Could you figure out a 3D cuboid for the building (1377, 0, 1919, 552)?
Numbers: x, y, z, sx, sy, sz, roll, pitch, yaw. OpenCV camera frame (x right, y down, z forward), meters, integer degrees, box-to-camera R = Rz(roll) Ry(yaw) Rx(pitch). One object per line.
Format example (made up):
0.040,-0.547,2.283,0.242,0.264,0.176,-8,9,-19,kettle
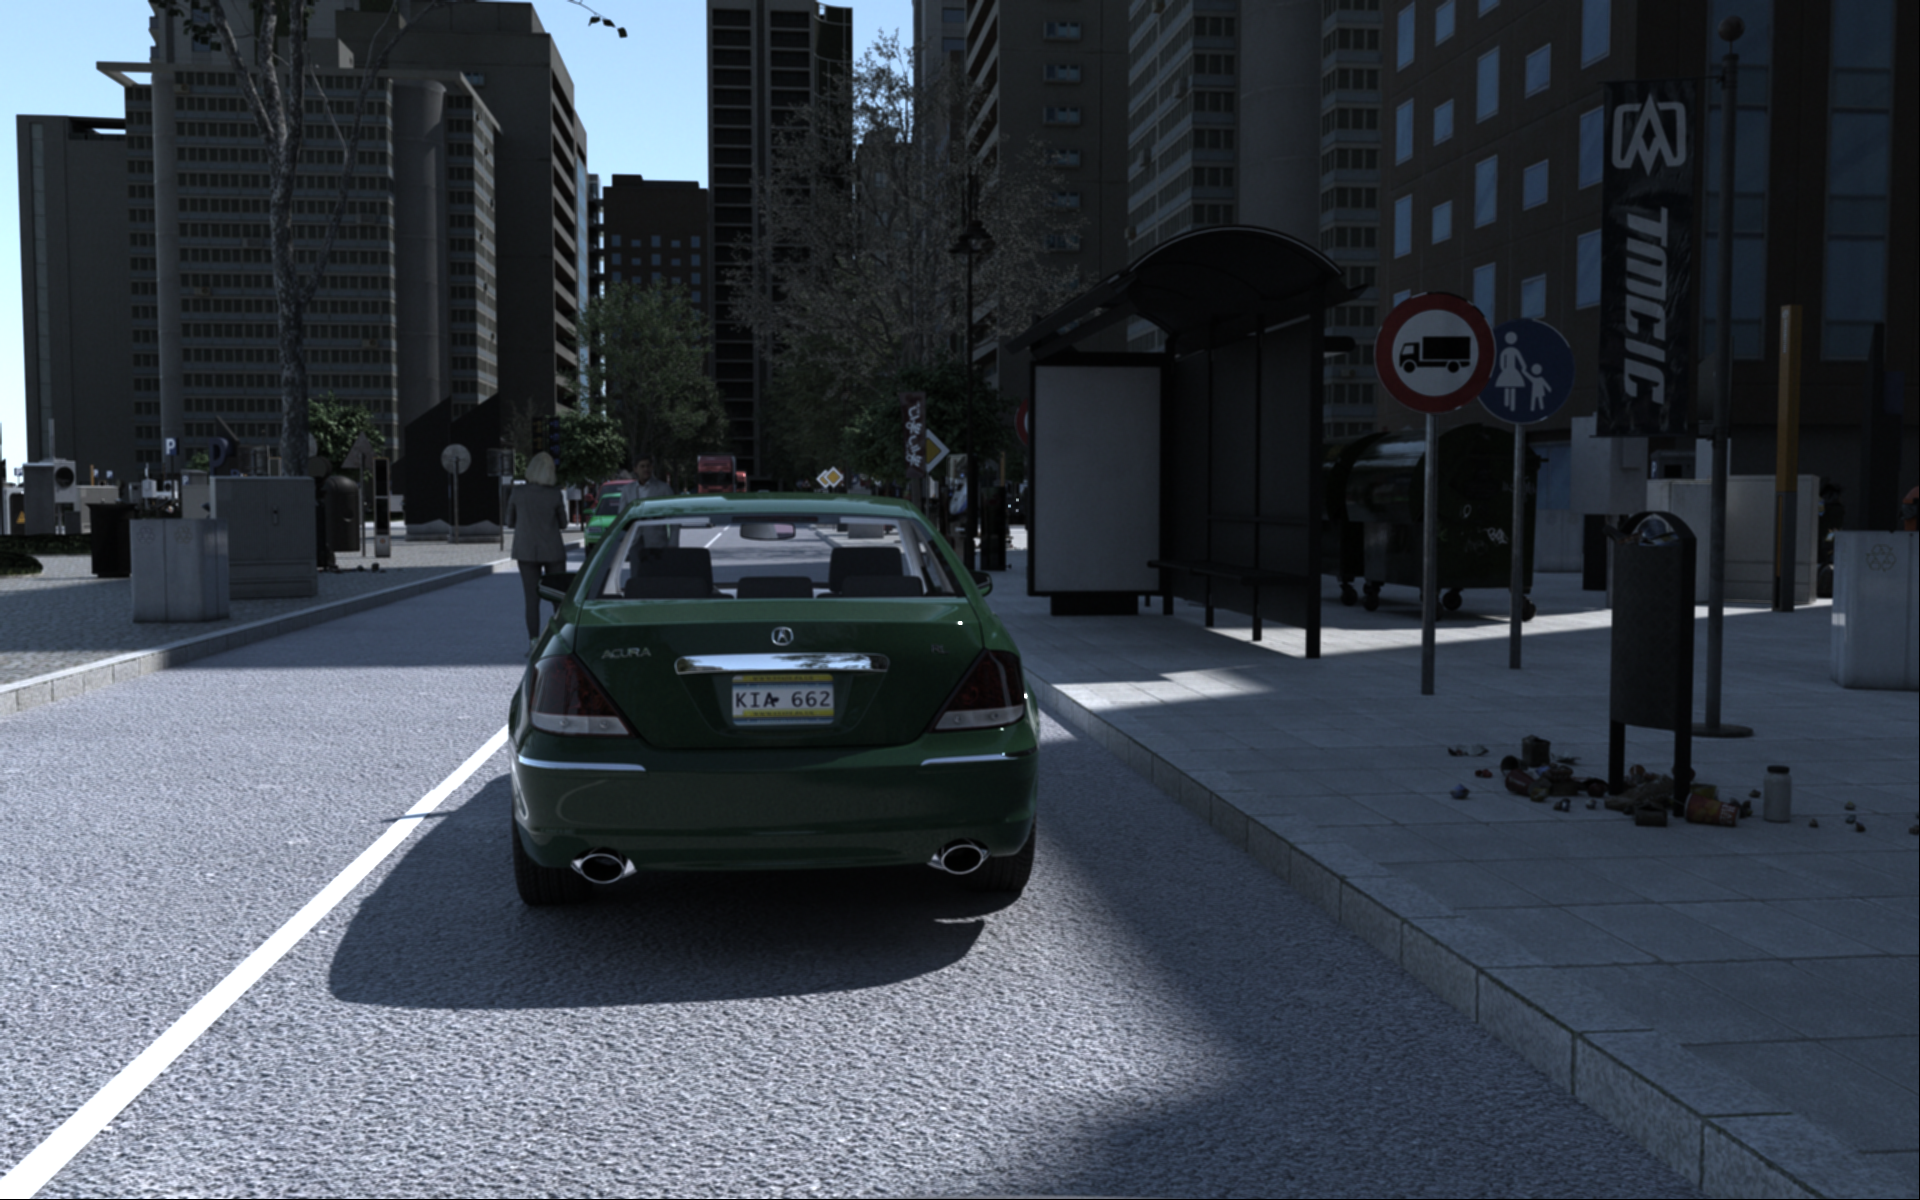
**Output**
19.368,-23.917,41.150,14.600,45.320,14.200,0,4,-6,building

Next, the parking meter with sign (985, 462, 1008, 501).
2.168,-5.881,92.414,1.738,3.016,0.543,1,4,17,parking meter with sign

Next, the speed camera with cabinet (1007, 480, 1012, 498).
2.403,-7.217,112.336,2.038,3.252,0.660,-2,4,-34,speed camera with cabinet

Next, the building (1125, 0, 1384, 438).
23.287,-25.049,101.438,23.993,40.220,32.217,0,4,-6,building

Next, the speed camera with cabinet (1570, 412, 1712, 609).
7.906,-1.567,19.950,2.038,3.252,0.660,-2,4,-33,speed camera with cabinet

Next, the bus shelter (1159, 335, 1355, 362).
3.709,-3.029,27.160,2.179,5.291,8.768,0,4,-7,bus shelter

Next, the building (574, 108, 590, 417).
-49.814,-33.363,195.603,14.200,45.320,14.600,0,4,-6,building

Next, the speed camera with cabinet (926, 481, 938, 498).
-0.982,-6.717,104.155,2.038,3.252,0.660,0,4,4,speed camera with cabinet

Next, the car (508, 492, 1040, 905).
-0.827,0.259,7.557,2.131,1.459,4.920,0,4,-7,car

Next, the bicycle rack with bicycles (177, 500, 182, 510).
-47.026,-5.468,102.784,2.852,0.926,2.925,-3,5,-43,bicycle rack with bicycles

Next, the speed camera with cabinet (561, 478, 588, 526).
-15.879,-4.586,69.315,0.660,3.252,2.038,3,4,39,speed camera with cabinet

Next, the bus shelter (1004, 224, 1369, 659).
1.775,-1.337,15.776,2.014,3.302,5.546,0,4,-6,bus shelter

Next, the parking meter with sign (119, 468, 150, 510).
-55.464,-7.352,116.463,1.738,3.016,0.543,-3,5,-45,parking meter with sign

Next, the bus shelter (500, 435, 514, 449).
-14.886,-3.575,52.381,2.014,3.302,5.546,0,4,-6,bus shelter

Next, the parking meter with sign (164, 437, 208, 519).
-23.931,-3.545,54.216,0.543,3.016,1.738,2,4,27,parking meter with sign

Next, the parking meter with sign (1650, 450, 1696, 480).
12.388,-2.070,30.114,1.738,3.016,0.543,0,4,6,parking meter with sign

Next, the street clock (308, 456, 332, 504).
-12.245,-1.743,33.071,0.471,2.002,0.358,0,4,4,street clock

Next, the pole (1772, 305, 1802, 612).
8.981,-1.527,18.802,0.158,3.312,0.155,0,3,0,pole

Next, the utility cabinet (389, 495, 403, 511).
-33.493,-5.589,102.548,1.020,1.237,0.306,-3,5,-44,utility cabinet

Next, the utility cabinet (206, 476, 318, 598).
-8.566,-0.774,21.326,1.173,1.500,0.318,-3,4,-37,utility cabinet

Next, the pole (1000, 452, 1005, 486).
2.054,-5.479,83.429,0.158,3.312,0.155,0,3,0,pole

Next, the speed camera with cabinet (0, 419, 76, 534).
-24.021,-3.094,44.924,0.660,3.252,2.038,2,4,26,speed camera with cabinet

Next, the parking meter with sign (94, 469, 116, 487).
-60.631,-7.735,122.732,0.543,3.016,1.738,1,4,12,parking meter with sign

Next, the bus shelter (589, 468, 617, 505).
-19.747,-7.035,92.661,2.179,5.291,8.768,0,4,-6,bus shelter

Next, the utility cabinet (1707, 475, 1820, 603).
9.487,-0.723,20.504,1.173,1.500,0.318,3,5,41,utility cabinet

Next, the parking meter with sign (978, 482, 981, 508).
0.949,-6.960,110.049,1.738,3.016,0.543,-2,4,-24,parking meter with sign

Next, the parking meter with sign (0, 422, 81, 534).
-22.471,-2.815,42.285,1.738,3.016,0.543,-2,4,-29,parking meter with sign

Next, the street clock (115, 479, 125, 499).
-40.131,-4.786,82.821,0.471,2.002,0.358,2,4,34,street clock

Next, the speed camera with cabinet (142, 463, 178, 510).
-50.940,-7.091,110.277,2.038,3.252,0.660,0,4,2,speed camera with cabinet

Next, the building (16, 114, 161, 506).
-92.973,-30.998,190.415,14.086,41.232,14.154,0,4,-6,building

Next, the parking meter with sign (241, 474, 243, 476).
-51.927,-8.013,127.269,1.738,3.016,0.543,0,4,-5,parking meter with sign

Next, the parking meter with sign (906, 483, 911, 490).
-4.156,-8.054,127.939,1.738,3.016,0.543,-2,4,-24,parking meter with sign

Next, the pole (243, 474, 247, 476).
-36.499,-5.785,88.435,0.158,3.312,0.155,0,3,0,pole

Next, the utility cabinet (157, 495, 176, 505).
-49.817,-5.968,108.740,1.020,1.237,0.306,0,4,3,utility cabinet

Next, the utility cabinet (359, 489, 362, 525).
-24.894,-3.776,70.411,1.173,1.500,0.318,-2,4,-24,utility cabinet

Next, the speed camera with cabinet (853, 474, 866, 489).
-5.511,-6.905,107.232,2.038,3.252,0.660,0,4,4,speed camera with cabinet

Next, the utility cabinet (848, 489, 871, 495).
-4.776,-4.438,81.234,1.173,1.500,0.318,-2,4,-34,utility cabinet

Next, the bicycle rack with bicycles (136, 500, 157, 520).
-40.704,-4.398,85.291,2.925,0.926,2.852,-1,4,-21,bicycle rack with bicycles

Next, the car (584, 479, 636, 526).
-8.461,-2.201,44.654,2.281,1.827,5.304,0,4,-7,car

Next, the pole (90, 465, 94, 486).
-60.355,-7.747,120.511,0.158,3.312,0.155,0,3,0,pole

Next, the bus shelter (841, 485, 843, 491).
-9.081,-8.912,139.626,2.014,3.302,5.546,0,4,-7,bus shelter

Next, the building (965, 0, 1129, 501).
12.194,-31.346,136.216,21.300,48.544,21.600,0,4,-6,building

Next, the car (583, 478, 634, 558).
-7.408,-1.842,38.916,1.959,1.807,4.718,0,4,-7,car

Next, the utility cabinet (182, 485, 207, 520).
-18.837,-2.125,43.417,1.173,1.500,0.318,-1,4,-20,utility cabinet

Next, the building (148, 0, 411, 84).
-71.285,-39.557,188.762,28.212,58.520,21.231,0,4,-6,building

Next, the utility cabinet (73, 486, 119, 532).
-23.508,-2.355,47.177,0.318,1.500,1.173,2,4,26,utility cabinet

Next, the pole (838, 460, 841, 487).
-6.998,-6.538,100.744,0.158,3.312,0.155,0,3,0,pole

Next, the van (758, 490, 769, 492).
-21.267,-11.033,187.398,2.013,2.044,4.112,0,4,-8,van
